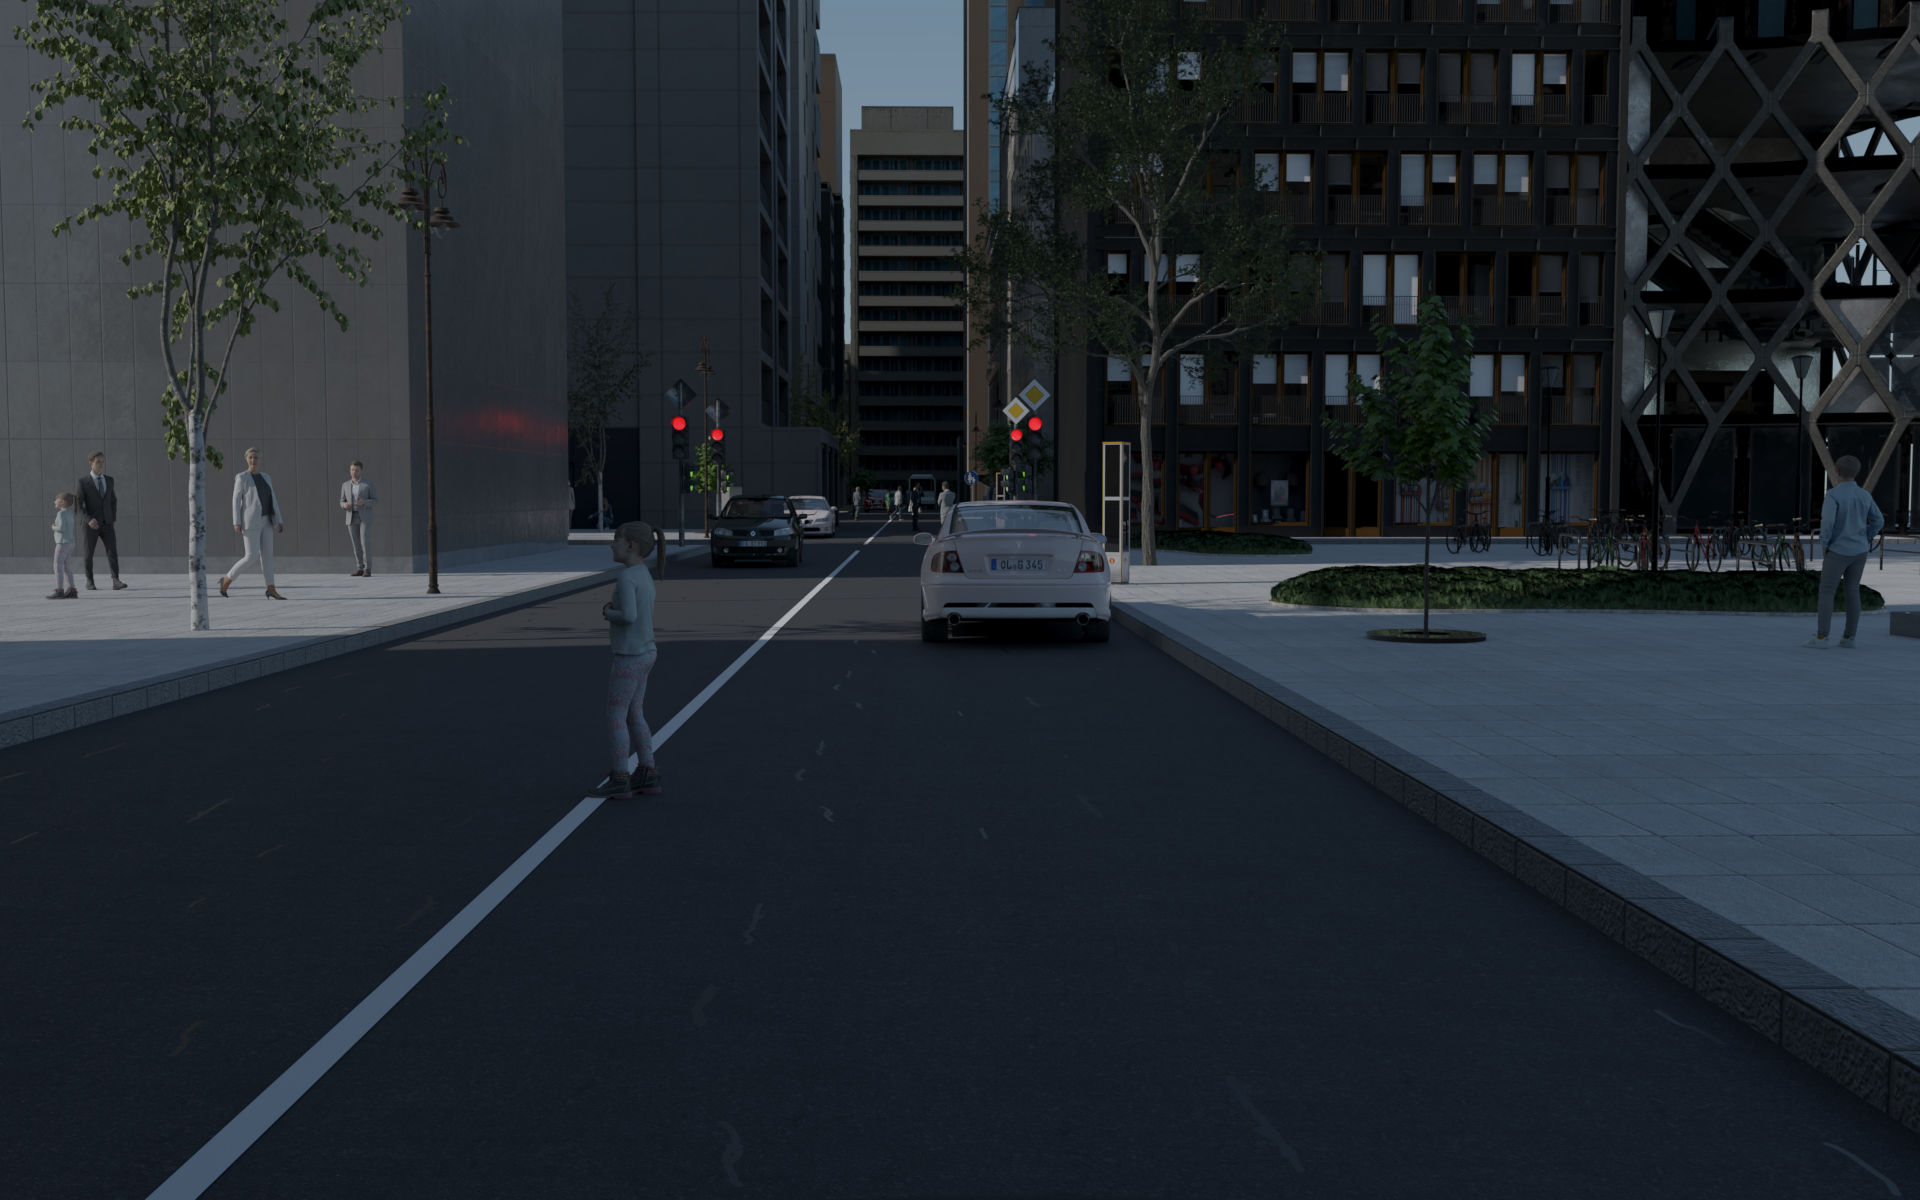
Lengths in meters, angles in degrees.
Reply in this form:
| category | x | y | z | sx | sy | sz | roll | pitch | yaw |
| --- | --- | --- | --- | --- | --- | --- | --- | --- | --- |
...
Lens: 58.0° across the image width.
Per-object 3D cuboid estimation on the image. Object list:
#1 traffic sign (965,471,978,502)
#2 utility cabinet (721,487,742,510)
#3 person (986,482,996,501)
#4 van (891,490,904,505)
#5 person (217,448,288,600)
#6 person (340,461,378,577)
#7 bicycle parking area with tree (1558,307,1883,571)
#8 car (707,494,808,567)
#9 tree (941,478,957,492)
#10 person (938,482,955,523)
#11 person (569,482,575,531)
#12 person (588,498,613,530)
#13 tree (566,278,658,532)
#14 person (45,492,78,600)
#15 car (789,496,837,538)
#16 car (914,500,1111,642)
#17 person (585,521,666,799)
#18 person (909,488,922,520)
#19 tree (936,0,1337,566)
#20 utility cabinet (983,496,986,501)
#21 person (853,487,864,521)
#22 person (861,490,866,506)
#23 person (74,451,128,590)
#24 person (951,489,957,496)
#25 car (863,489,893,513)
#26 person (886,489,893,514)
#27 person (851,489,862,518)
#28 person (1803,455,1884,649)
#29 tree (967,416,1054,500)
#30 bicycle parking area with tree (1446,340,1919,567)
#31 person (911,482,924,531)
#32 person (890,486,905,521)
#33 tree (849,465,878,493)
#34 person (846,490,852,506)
| category | x | y | z | sx | sy | sz | roll | pitch | yaw |
| --- | --- | --- | --- | --- | --- | --- | --- | --- | --- |
| traffic sign | 0.638 | -5.853 | 95.799 | 0.768 | 2.556 | 0.104 | 0 | 4 | 2 |
| utility cabinet | -7.198 | -2.803 | 54.505 | 0.318 | 1.500 | 1.173 | 1 | 4 | 12 |
| person | 1.333 | -4.044 | 72.040 | 0.514 | 1.842 | 0.818 | 0 | 4 | -3 |
| van | -7.380 | -11.595 | 196.585 | 2.013 | 2.044 | 4.112 | 0 | 4 | -1 |
| person | -8.563 | -0.918 | 20.931 | 0.818 | 1.842 | 0.514 | 0 | 4 | 5 |
| person | -9.365 | -1.262 | 26.877 | 0.606 | 1.804 | 0.583 | 0 | 4 | 2 |
| bicycle parking area with tree | 13.378 | -2.412 | 26.446 | 8.231 | 4.147 | 9.016 | 1 | 4 | 23 |
| car | -4.093 | -1.558 | 35.254 | 2.009 | 1.686 | 4.222 | 0 | 4 | -3 |
| tree | -1.303 | -11.772 | 187.068 | 1.663 | 3.219 | 1.824 | 0 | 3 | 0 |
| person | -0.417 | -2.605 | 51.265 | 0.511 | 1.800 | 0.466 | -3 | 5 | -41 |
| person | -12.160 | -2.868 | 53.115 | 0.709 | 1.800 | 0.728 | -1 | 4 | -19 |
| person | -12.755 | -3.105 | 62.306 | 1.012 | 1.151 | 0.738 | 2 | 4 | 35 |
| tree | -12.375 | -6.598 | 58.235 | 4.360 | 8.622 | 3.978 | 0 | 3 | 0 |
| person | -10.972 | -0.662 | 21.151 | 0.394 | 1.301 | 0.425 | -2 | 4 | -28 |
| car | -5.124 | -2.780 | 57.819 | 2.083 | 1.381 | 4.827 | 0 | 4 | -3 |
| car | 0.541 | -0.356 | 18.176 | 2.083 | 1.381 | 4.827 | 0 | 3 | 0 |
| person | -1.585 | 0.279 | 8.210 | 0.394 | 1.301 | 0.425 | -1 | 4 | -13 |
| person | -2.353 | -5.003 | 90.653 | 0.694 | 1.780 | 0.624 | 0 | 4 | 3 |
| tree | 3.073 | -5.884 | 30.617 | 7.601 | 10.594 | 8.767 | -2 | 4 | -24 |
| utility cabinet | 1.161 | -3.944 | 75.640 | 0.306 | 1.237 | 1.020 | 0 | 4 | -4 |
| person | -5.392 | -5.123 | 92.435 | 0.590 | 1.801 | 0.661 | -3 | 4 | -39 |
| person | -10.534 | -11.178 | 189.467 | 0.621 | 1.740 | 0.551 | 0 | 4 | -6 |
| person | -11.439 | -1.057 | 23.097 | 0.755 | 1.850 | 0.659 | 3 | 4 | 37 |
| person | -0.896 | -10.825 | 183.112 | 1.350 | 1.814 | 0.705 | -1 | 4 | -12 |
| car | -6.246 | -7.549 | 132.091 | 2.281 | 1.827 | 5.304 | 0 | 4 | -1 |
| person | -5.155 | -7.111 | 125.004 | 0.600 | 1.795 | 0.529 | 2 | 4 | 27 |
| person | -6.114 | -5.709 | 102.020 | 0.721 | 1.800 | 0.419 | 1 | 4 | 18 |
| person | 7.384 | -0.404 | 14.458 | 0.589 | 1.601 | 0.330 | 0 | 4 | -2 |
| tree | 1.968 | -4.996 | 65.397 | 4.285 | 4.588 | 4.351 | 0 | 3 | 0 |
| bicycle parking area with tree | 15.440 | -3.091 | 37.537 | 9.016 | 4.147 | 8.231 | -3 | 5 | -39 |
| person | -1.649 | -3.663 | 67.746 | 0.474 | 1.900 | 0.648 | 1 | 4 | 9 |
| person | -3.369 | -5.195 | 93.290 | 0.795 | 1.843 | 0.661 | -2 | 4 | -25 |
| tree | -10.996 | -13.104 | 197.955 | 4.285 | 4.588 | 4.351 | 0 | 3 | 0 |
| person | -12.135 | -11.132 | 188.597 | 0.990 | 1.755 | 0.434 | -3 | 5 | -44 |
